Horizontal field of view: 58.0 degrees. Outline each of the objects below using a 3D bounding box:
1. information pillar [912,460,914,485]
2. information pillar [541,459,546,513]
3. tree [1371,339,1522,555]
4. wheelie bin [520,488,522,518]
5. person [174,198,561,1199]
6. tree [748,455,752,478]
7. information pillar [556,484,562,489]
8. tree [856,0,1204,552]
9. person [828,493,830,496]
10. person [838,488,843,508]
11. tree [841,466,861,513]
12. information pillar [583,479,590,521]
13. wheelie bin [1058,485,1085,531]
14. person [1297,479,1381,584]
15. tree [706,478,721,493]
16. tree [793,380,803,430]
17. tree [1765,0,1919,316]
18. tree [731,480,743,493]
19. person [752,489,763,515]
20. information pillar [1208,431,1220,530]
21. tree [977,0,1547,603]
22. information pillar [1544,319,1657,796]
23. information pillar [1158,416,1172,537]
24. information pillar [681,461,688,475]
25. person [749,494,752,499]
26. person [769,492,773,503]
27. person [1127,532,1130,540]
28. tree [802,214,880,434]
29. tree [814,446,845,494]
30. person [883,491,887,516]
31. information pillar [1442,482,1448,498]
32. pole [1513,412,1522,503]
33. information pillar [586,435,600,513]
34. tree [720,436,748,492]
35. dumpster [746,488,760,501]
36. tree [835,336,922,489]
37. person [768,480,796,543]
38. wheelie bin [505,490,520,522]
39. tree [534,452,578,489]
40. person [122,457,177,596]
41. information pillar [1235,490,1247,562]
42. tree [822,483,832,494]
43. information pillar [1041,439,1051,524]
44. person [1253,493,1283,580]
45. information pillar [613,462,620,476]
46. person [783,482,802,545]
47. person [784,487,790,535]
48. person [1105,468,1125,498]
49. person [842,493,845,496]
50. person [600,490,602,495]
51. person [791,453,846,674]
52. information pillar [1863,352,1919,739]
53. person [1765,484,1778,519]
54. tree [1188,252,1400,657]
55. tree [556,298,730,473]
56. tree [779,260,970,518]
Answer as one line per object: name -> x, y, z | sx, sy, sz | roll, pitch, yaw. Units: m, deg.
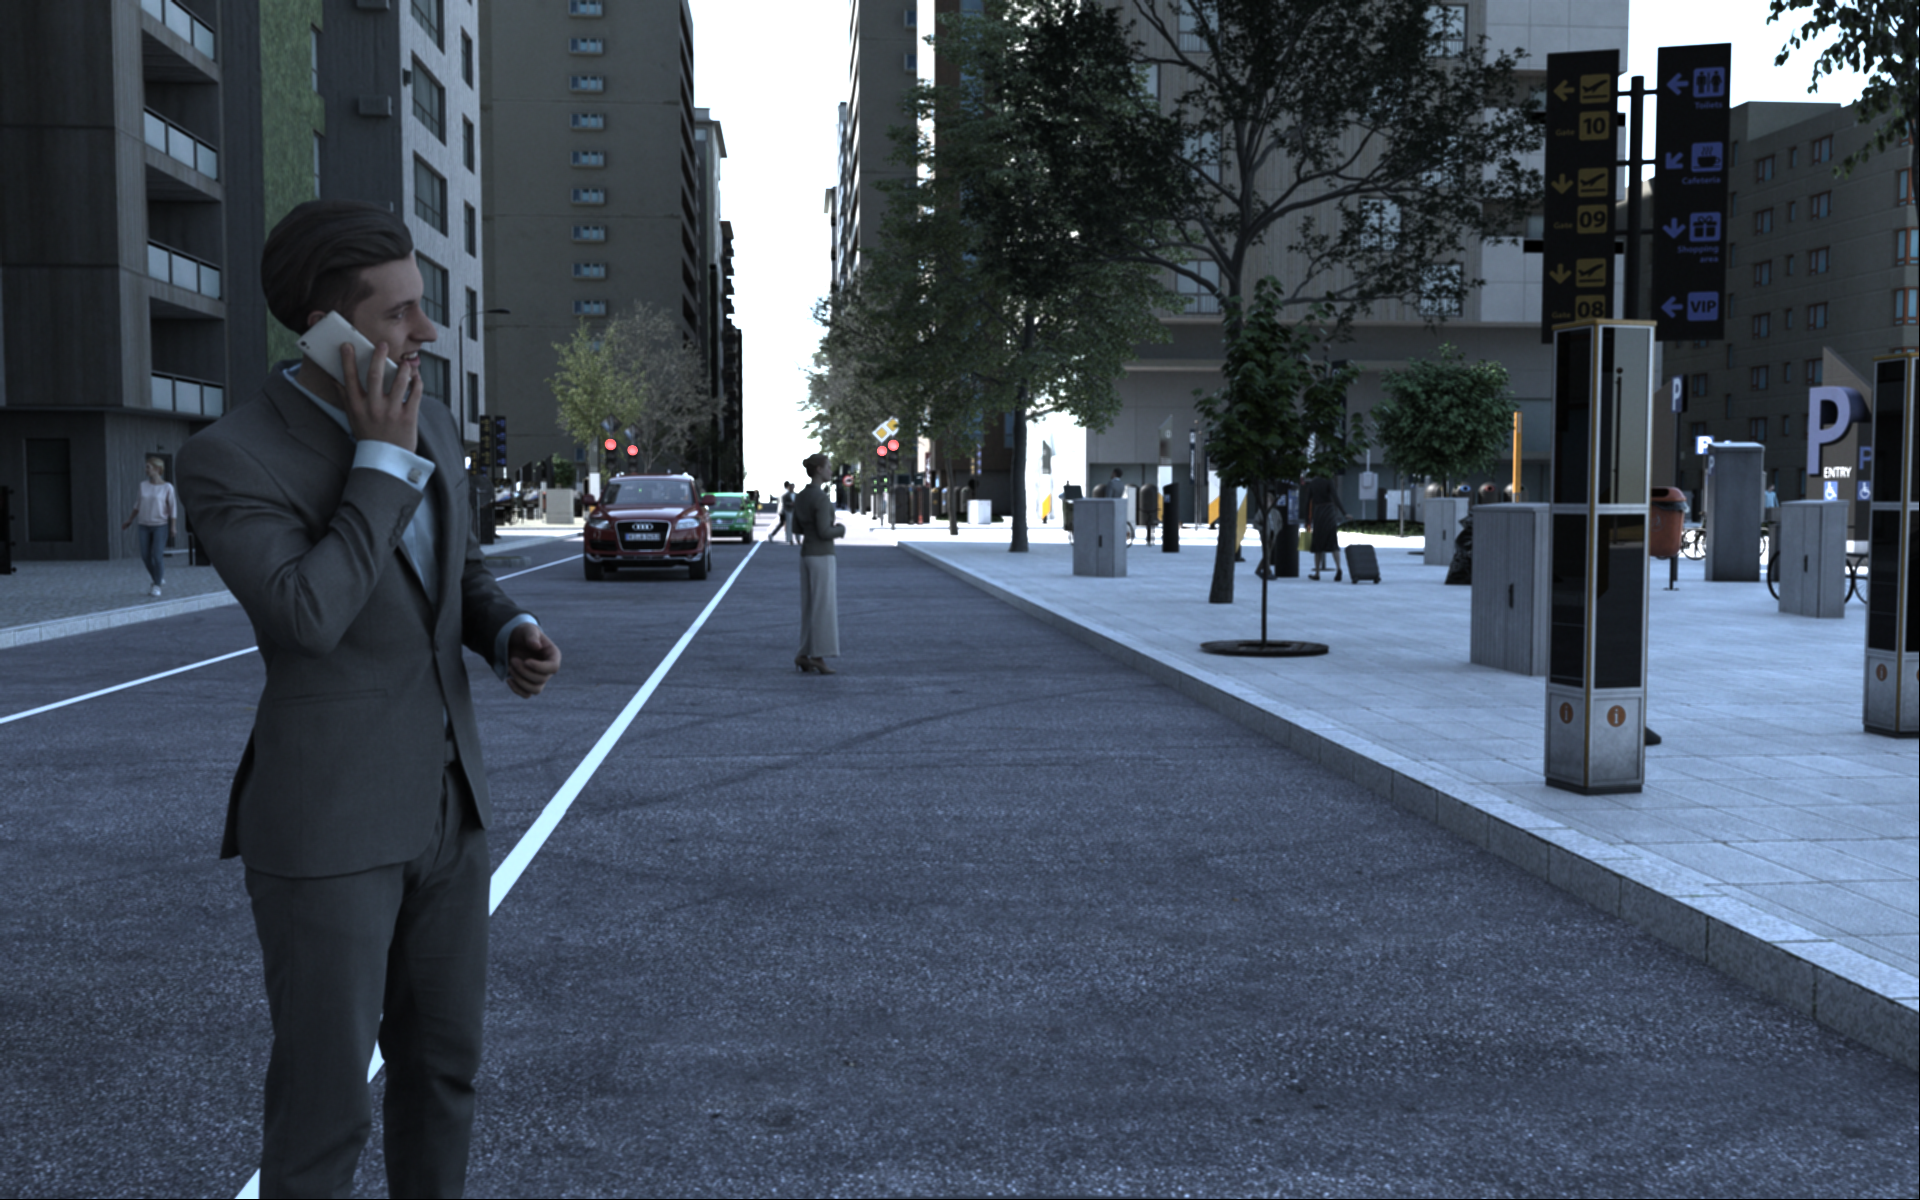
information pillar -> -3.258, -7.855, 119.776 | 0.183, 3.616, 0.504 | 0, 4, 6
information pillar -> -28.058, -7.667, 116.711 | 0.183, 3.616, 0.504 | 2, 4, 24
tree -> 10.232, -3.243, 36.741 | 4.285, 4.588, 4.351 | 0, 3, 0
wheelie bin -> -23.347, -5.177, 92.555 | 0.693, 1.594, 0.980 | 1, 4, 20
person -> -0.821, 0.347, 2.633 | 0.447, 1.846, 0.655 | 1, 4, 19
tree -> -38.090, -21.492, 301.760 | 4.360, 8.622, 3.978 | 0, 3, 0
information pillar -> -29.006, -7.394, 125.387 | 0.304, 2.012, 0.304 | 1, 4, 13
tree -> 1.731, -7.325, 37.896 | 7.486, 12.596, 7.792 | 0, 3, 0
person -> -19.391, -15.072, 255.698 | 0.421, 1.427, 0.697 | 3, 5, 44
person -> -11.326, -9.674, 164.220 | 0.705, 1.823, 1.348 | 1, 4, 12
tree -> -7.192, -7.702, 120.528 | 1.663, 3.219, 1.824 | 0, 3, 0
information pillar -> -17.899, -4.820, 83.294 | 0.304, 2.012, 0.304 | 1, 4, 17
wheelie bin -> 3.835, -3.171, 59.754 | 0.980, 1.594, 0.693 | -1, 4, -10
person -> 5.507, -1.165, 25.308 | 0.699, 1.804, 1.509 | -1, 4, -13
tree -> -25.978, -11.490, 182.469 | 1.663, 3.219, 1.824 | 0, 3, 0
tree -> -6.215, -11.333, 103.414 | 7.486, 12.596, 7.792 | 0, 3, 0
tree -> 7.223, -3.781, 12.180 | 4.360, 8.622, 3.978 | 0, 3, 0
tree -> -31.486, -15.302, 244.791 | 1.663, 3.219, 1.824 | 0, 3, 0
person -> -13.854, -6.606, 116.731 | 0.699, 1.804, 1.509 | -2, 4, -27
information pillar -> 9.047, -4.282, 61.370 | 0.504, 3.616, 0.183 | 0, 4, 6
tree -> 3.419, -5.238, 20.047 | 7.601, 10.594, 8.767 | 0, 4, 5
information pillar -> 2.755, -0.182, 7.474 | 0.304, 2.012, 0.304 | -1, 4, -17
information pillar -> 6.120, -3.687, 51.630 | 0.504, 3.616, 0.183 | -2, 4, -34
information pillar -> -19.592, -8.058, 123.104 | 0.504, 3.616, 0.183 | -1, 4, -20
person -> -22.367, -10.576, 184.640 | 0.991, 1.433, 0.599 | 1, 4, 14
person -> -31.387, -17.021, 286.802 | 1.348, 1.822, 0.705 | 1, 4, 16
person -> 4.335, -2.537, 47.619 | 0.778, 1.811, 0.616 | 2, 4, 23
tree -> -0.358, -7.280, 53.442 | 8.767, 10.594, 7.601 | -2, 4, -34
tree -> -17.207, -16.930, 227.160 | 4.737, 8.622, 4.395 | 0, 3, 0
person -> -4.397, -5.757, 100.849 | 0.731, 1.740, 0.598 | -2, 4, -32
information pillar -> 16.687, -4.172, 59.559 | 0.183, 3.616, 0.504 | 0, 4, 4
pole -> 13.856, -3.011, 43.078 | 0.158, 3.312, 0.155 | 0, 3, 0
information pillar -> -14.409, -4.711, 68.385 | 0.504, 3.616, 0.183 | 2, 4, 31
tree -> -29.571, -16.455, 219.405 | 4.360, 8.622, 3.978 | 0, 3, 0
dumpster -> -28.886, -14.458, 241.341 | 1.985, 2.255, 1.502 | 0, 4, -7
tree -> -3.341, -7.812, 78.095 | 4.360, 8.622, 3.978 | 0, 3, 0
person -> -5.204, -2.590, 50.690 | 0.795, 1.843, 0.661 | -2, 4, -31
wheelie bin -> -20.783, -4.348, 78.996 | 0.693, 1.594, 0.980 | 1, 4, 20
tree -> -31.298, -9.209, 134.288 | 4.285, 4.588, 4.351 | 0, 3, 0
person -> -10.225, -0.929, 21.908 | 0.731, 1.740, 0.598 | 0, 4, -6
information pillar -> 5.305, -2.537, 32.832 | 0.183, 3.616, 0.504 | 2, 4, 33
tree -> -20.028, -16.355, 261.997 | 1.663, 3.219, 1.824 | 0, 3, 0
information pillar -> 3.691, -5.061, 74.109 | 0.183, 3.616, 0.504 | -3, 5, -39
person -> 4.618, -0.956, 25.942 | 0.475, 1.303, 0.640 | -2, 4, -27
information pillar -> -25.016, -8.253, 126.290 | 0.504, 3.616, 0.183 | 1, 4, 16
person -> -4.670, -2.407, 48.404 | 0.519, 1.759, 0.362 | -1, 4, -16
person -> -6.041, -3.206, 60.900 | 0.573, 1.828, 0.580 | -3, 5, -44
person -> 3.041, -1.747, 34.792 | 0.592, 1.802, 0.473 | -2, 4, -33
person -> -14.365, -13.076, 219.819 | 1.348, 1.826, 0.705 | 0, 4, 3
person -> -16.367, -4.396, 77.699 | 0.659, 1.850, 0.755 | 2, 4, 31
person -> -1.101, -0.291, 13.808 | 0.362, 1.759, 0.519 | -2, 4, -32
information pillar -> 5.036, -0.286, 9.168 | 0.304, 2.012, 0.304 | 0, 4, -6
person -> 31.577, -3.622, 67.581 | 0.638, 1.841, 0.748 | 1, 4, 18
tree -> 2.387, -1.182, 13.922 | 1.663, 3.219, 1.824 | 0, 3, 0
tree -> -19.553, -12.093, 108.086 | 12.009, 13.543, 11.850 | 0, 3, 0
tree -> -4.389, -11.054, 91.101 | 12.009, 13.543, 11.850 | 0, 3, 0
